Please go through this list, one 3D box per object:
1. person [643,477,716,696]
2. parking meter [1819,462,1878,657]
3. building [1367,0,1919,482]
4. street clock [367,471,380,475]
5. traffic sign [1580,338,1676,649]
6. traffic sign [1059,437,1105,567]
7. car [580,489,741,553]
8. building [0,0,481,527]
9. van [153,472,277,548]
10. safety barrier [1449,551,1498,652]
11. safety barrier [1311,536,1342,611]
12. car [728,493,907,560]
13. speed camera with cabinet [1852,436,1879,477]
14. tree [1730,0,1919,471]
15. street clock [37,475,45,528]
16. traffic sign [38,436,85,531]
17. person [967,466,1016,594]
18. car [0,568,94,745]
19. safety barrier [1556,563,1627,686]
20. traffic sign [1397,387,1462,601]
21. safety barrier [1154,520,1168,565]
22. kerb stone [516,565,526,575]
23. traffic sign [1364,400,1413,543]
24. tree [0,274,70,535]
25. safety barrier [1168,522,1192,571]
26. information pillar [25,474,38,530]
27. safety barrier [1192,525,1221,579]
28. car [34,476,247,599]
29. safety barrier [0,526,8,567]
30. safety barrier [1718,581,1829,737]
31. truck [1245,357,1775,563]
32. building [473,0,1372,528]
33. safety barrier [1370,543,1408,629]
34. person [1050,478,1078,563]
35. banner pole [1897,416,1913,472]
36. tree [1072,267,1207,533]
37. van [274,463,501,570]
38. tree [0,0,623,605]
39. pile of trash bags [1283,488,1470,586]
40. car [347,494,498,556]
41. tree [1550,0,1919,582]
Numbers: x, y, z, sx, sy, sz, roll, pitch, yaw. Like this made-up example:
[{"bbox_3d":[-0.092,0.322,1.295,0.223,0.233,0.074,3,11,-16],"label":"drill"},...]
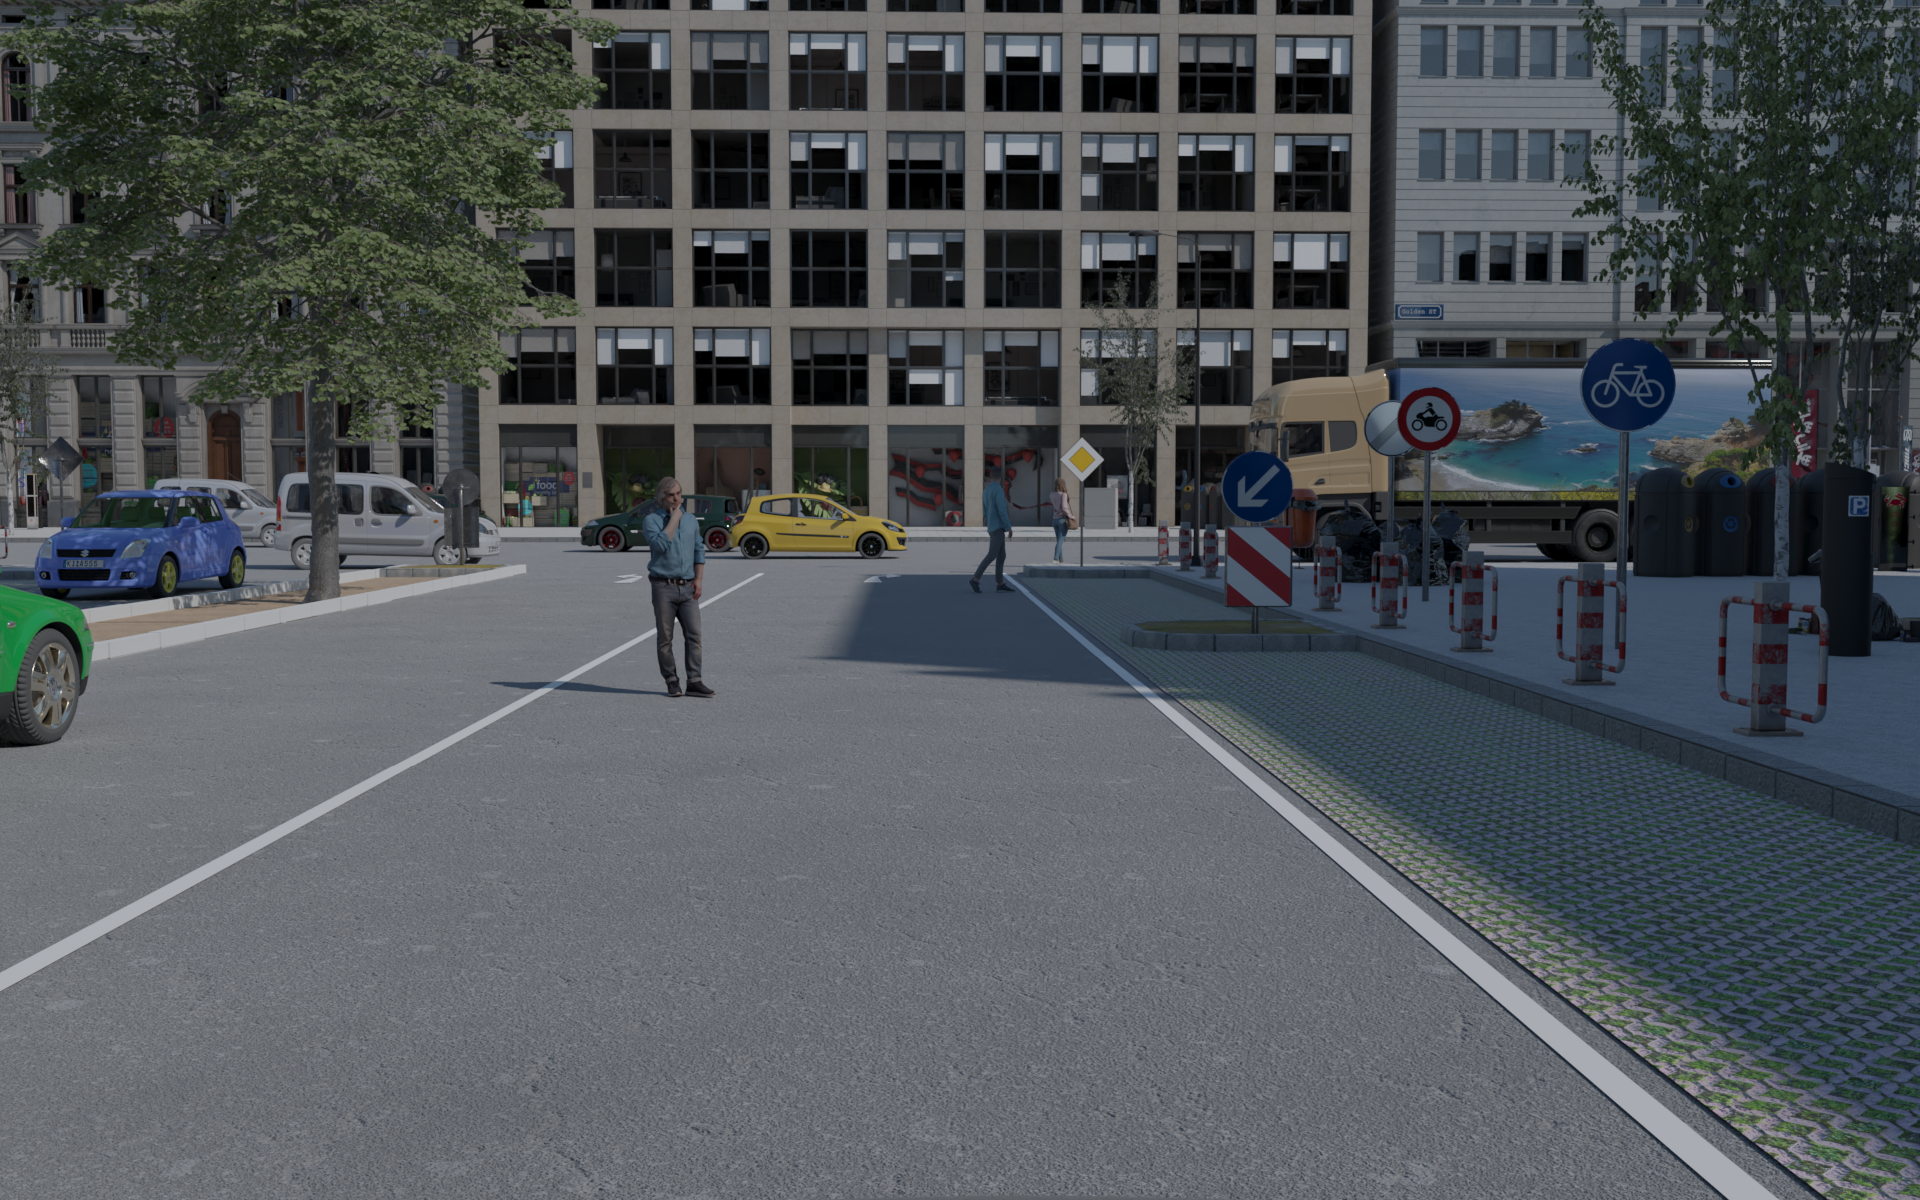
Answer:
[{"bbox_3d":[-1.992,-0.095,12.271,0.499,1.552,0.429,-1,4,-11],"label":"person"},{"bbox_3d":[7.060,-0.328,13.773,0.372,1.533,0.369,0,3,0],"label":"parking meter"},{"bbox_3d":[31.261,-18.014,72.023,29.804,29.767,11.434,0,4,-2],"label":"building"},{"bbox_3d":[-18.802,-3.117,55.528,0.471,2.002,0.358,-2,4,-31],"label":"street clock"},{"bbox_3d":[5.458,-0.865,14.247,0.768,2.556,0.104,0,4,4],"label":"traffic sign"},{"bbox_3d":[2.147,-1.647,30.572,0.795,2.450,0.064,0,4,-2],"label":"traffic sign"},{"bbox_3d":[-7.306,-2.038,43.100,4.222,1.686,2.009,0,4,0],"label":"car"},{"bbox_3d":[-28.502,-14.794,70.762,19.941,23.489,11.050,0,4,-2],"label":"building"},{"bbox_3d":[-19.647,-2.437,46.859,4.112,2.044,2.013,0,4,-1],"label":"van"},{"bbox_3d":[4.172,0.011,14.101,0.300,0.817,1.120,0,4,-2],"label":"safety barrier"},{"bbox_3d":[4.025,-0.288,18.981,0.300,0.817,1.120,0,4,-2],"label":"safety barrier"},{"bbox_3d":[-3.165,-1.741,38.684,3.980,1.641,2.015,0,4,-3],"label":"car"},{"bbox_3d":[27.598,-3.652,54.042,0.660,3.252,2.038,-1,4,-22],"label":"speed camera with cabinet"},{"bbox_3d":[12.465,-4.470,23.448,4.360,8.622,3.978,0,3,0],"label":"tree"},{"bbox_3d":[-34.474,-3.684,64.802,0.471,2.002,0.358,0,4,0],"label":"street clock"},{"bbox_3d":[-15.590,-1.616,30.070,0.795,2.450,0.064,0,4,-2],"label":"traffic sign"},{"bbox_3d":[0.451,-1.026,25.136,0.748,1.841,0.638,-1,4,-10],"label":"person"},{"bbox_3d":[-6.049,0.017,8.520,1.959,1.807,4.718,0,4,-1],"label":"car"},{"bbox_3d":[4.242,0.160,11.662,0.300,0.817,1.120,0,4,-2],"label":"safety barrier"},{"bbox_3d":[5.569,-1.256,20.646,0.768,2.556,0.104,0,4,1],"label":"traffic sign"},{"bbox_3d":[3.663,-1.035,31.193,0.300,0.817,1.120,0,4,-2],"label":"safety barrier"},{"bbox_3d":[-7.929,-0.536,30.966,0.120,0.150,1.000,0,4,-2],"label":"kerb stone"},{"bbox_3d":[5.875,-1.438,23.618,0.768,2.556,0.104,0,4,5],"label":"traffic sign"},{"bbox_3d":[-29.468,-6.300,53.368,4.360,8.622,3.978,0,3,0],"label":"tree"},{"bbox_3d":[3.739,-0.886,28.754,0.300,0.817,1.120,0,4,-2],"label":"safety barrier"},{"bbox_3d":[-33.538,-3.553,62.588,0.304,2.012,0.304,-1,4,-13],"label":"information pillar"},{"bbox_3d":[3.810,-0.736,26.315,0.300,0.817,1.120,0,4,-2],"label":"safety barrier"},{"bbox_3d":[-11.700,-0.932,24.831,1.945,1.707,3.694,0,4,-1],"label":"car"},{"bbox_3d":[-17.135,-0.999,30.609,0.300,0.817,1.120,0,4,-2],"label":"safety barrier"},{"bbox_3d":[4.312,0.309,9.219,0.300,0.817,1.120,0,4,-2],"label":"safety barrier"},{"bbox_3d":[11.147,-2.931,36.828,11.283,4.237,2.839,0,4,-2],"label":"truck"},{"bbox_3d":[-1.584,-16.569,75.424,34.151,26.468,19.350,0,4,-2],"label":"building"},{"bbox_3d":[4.097,-0.139,16.542,0.300,0.817,1.120,0,4,-2],"label":"safety barrier"},{"bbox_3d":[1.942,-1.505,33.703,0.643,1.750,0.593,-3,4,-39],"label":"person"},{"bbox_3d":[30.186,-4.001,55.434,0.863,3.779,0.401,-2,4,-25],"label":"banner pole"},{"bbox_3d":[5.893,-6.526,57.059,4.360,8.622,3.978,0,3,0],"label":"tree"},{"bbox_3d":[-10.990,-1.615,33.415,4.112,2.044,2.013,0,4,-4],"label":"van"},{"bbox_3d":[-8.337,-6.229,22.431,7.486,12.596,7.792,0,3,0],"label":"tree"},{"bbox_3d":[6.050,-0.982,25.800,1.912,1.369,3.447,-2,4,-34],"label":"pile of trash bags"},{"bbox_3d":[-13.111,-1.914,41.078,4.222,1.686,2.009,0,4,0],"label":"car"},{"bbox_3d":[8.748,-4.183,18.759,4.737,8.622,4.395,0,3,0],"label":"tree"}]
